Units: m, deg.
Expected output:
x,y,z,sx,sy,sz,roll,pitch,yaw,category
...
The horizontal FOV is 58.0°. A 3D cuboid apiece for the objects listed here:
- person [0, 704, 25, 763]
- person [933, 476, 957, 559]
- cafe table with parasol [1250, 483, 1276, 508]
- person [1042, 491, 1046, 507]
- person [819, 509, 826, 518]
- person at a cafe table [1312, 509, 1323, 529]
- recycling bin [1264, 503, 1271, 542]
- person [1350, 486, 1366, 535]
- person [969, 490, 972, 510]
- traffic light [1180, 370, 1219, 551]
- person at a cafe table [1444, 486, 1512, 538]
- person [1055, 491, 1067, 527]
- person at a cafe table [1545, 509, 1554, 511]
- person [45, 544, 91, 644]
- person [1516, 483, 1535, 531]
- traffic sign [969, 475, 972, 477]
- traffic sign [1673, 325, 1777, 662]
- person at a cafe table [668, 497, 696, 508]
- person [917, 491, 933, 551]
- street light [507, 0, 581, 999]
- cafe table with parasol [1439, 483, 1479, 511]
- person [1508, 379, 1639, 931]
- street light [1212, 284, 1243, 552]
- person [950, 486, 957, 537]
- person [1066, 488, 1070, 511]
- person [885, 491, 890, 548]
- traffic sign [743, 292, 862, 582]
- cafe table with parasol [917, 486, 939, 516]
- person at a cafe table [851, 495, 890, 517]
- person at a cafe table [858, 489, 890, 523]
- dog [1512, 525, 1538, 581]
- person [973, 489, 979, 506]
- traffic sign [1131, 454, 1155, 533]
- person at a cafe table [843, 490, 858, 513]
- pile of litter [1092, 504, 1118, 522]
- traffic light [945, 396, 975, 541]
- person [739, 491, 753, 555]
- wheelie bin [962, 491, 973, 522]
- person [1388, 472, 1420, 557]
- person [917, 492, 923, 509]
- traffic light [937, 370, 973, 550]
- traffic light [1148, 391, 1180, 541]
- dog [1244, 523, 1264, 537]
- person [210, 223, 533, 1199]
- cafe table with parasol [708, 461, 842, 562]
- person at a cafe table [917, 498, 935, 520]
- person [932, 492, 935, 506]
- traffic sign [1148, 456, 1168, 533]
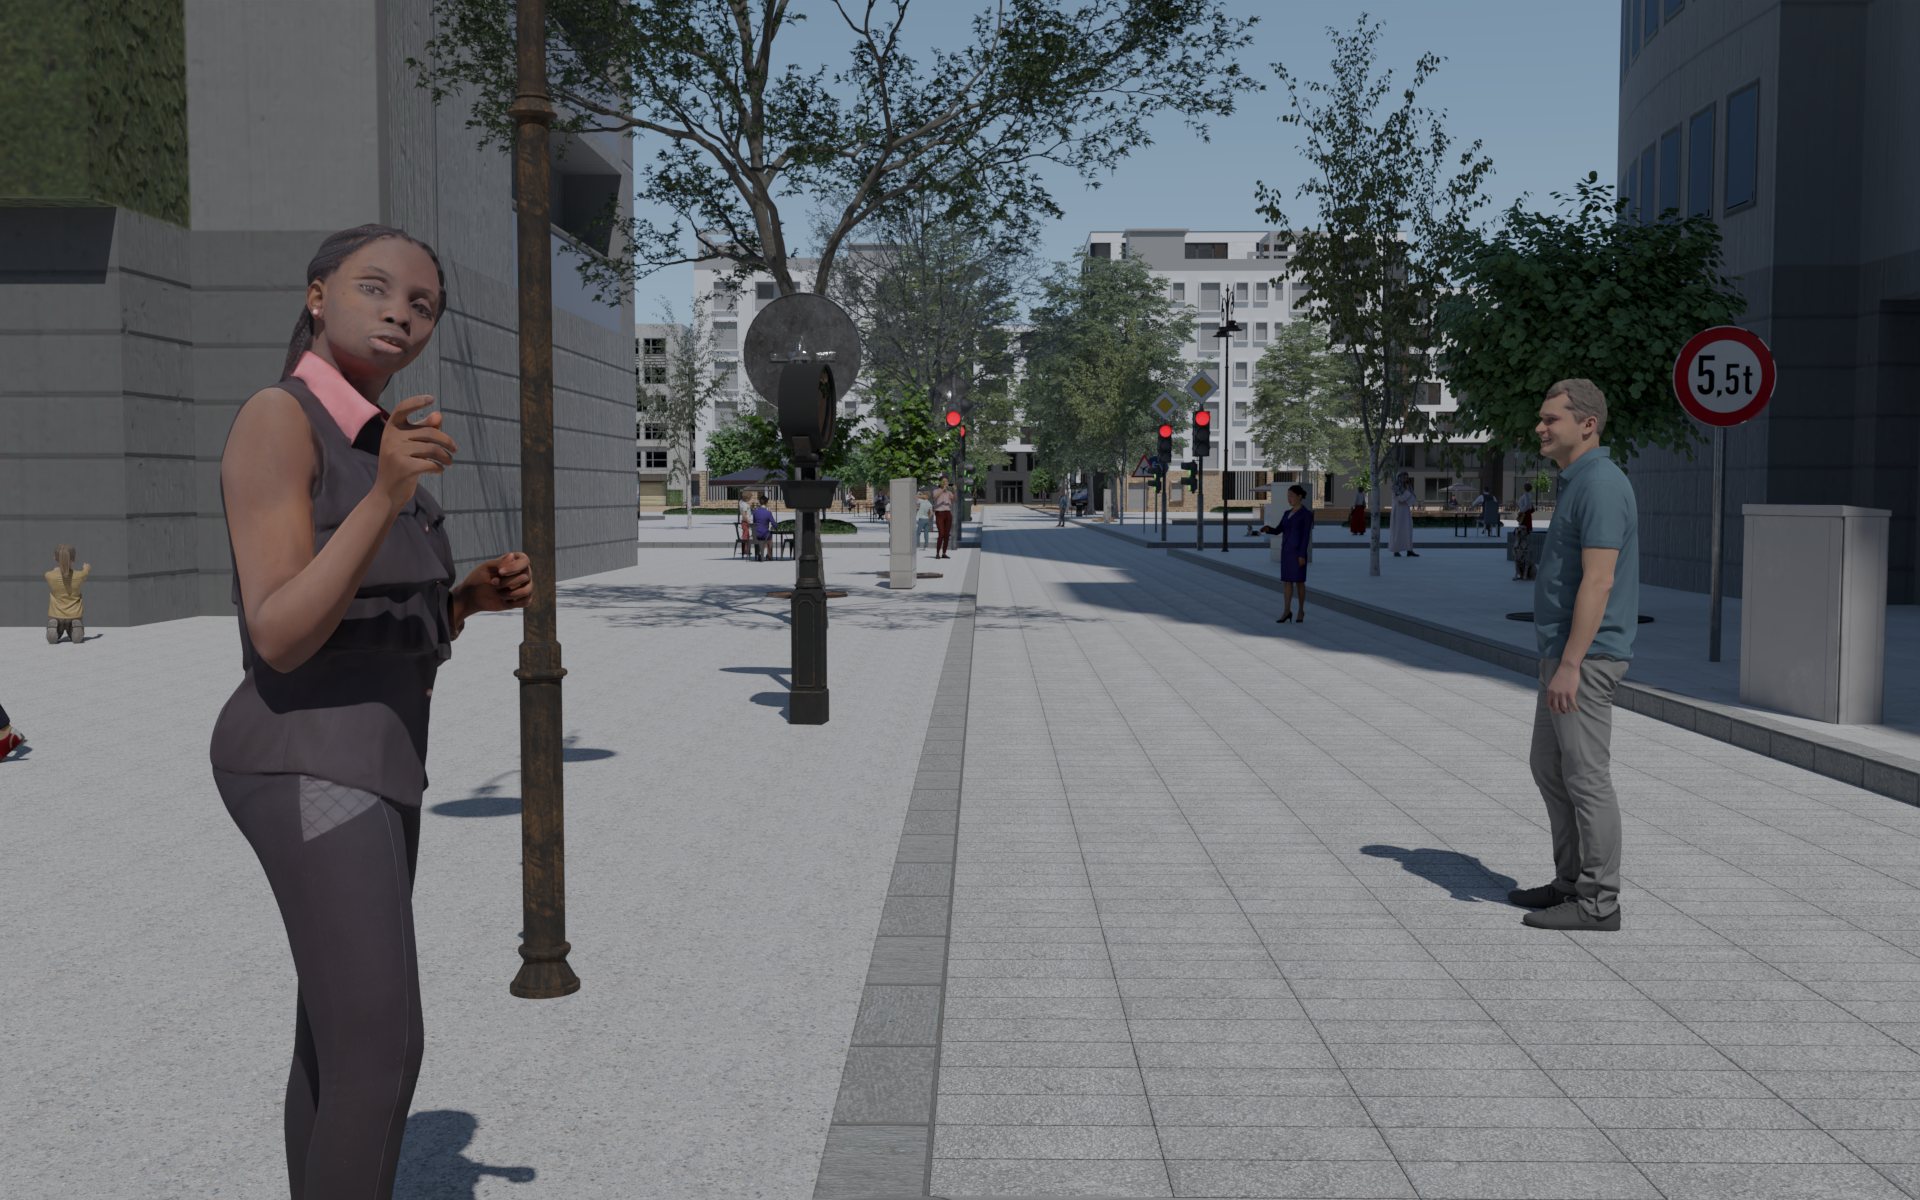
x,y,z,sx,sy,sz,roll,pitch,yaw,category
-4.671,0.036,7.998,0.480,1.512,0.613,1,4,9,person
-0.288,-1.637,34.263,0.517,1.644,0.566,1,4,13,person
18.094,-5.830,100.192,2.610,1.966,2.610,1,4,13,cafe table with parasol
8.634,-10.442,177.689,0.541,1.710,0.530,-2,4,-26,person
-5.076,-3.550,63.951,0.709,1.838,0.599,-2,4,-31,person
12.284,-3.249,63.978,1.698,1.238,1.726,-1,4,-11,person at a cafe table
8.653,-2.084,46.630,0.722,1.027,0.722,-1,4,-12,recycling bin
12.410,-2.777,53.909,0.523,1.526,0.387,-1,4,-23,person
0.583,-7.221,124.779,0.621,1.740,0.551,0,4,1,person
5.440,-3.080,39.271,0.839,4.253,0.868,0,4,1,traffic light
15.546,-2.634,51.582,1.698,1.524,1.622,0,4,-6,person at a cafe table
4.402,-3.919,74.793,0.429,1.552,0.499,2,4,28,person
22.451,-3.329,62.940,1.698,1.524,1.622,-1,4,-10,person at a cafe table
-7.761,-0.066,15.053,0.347,0.859,0.695,-1,4,-22,person
12.497,-1.819,38.257,0.387,1.526,0.523,2,4,25,person
0.298,-5.924,96.964,0.768,2.556,0.104,1,4,10,traffic sign
5.781,-0.800,13.186,0.768,2.556,0.104,0,4,3,traffic sign
-18.820,-6.528,117.588,1.726,1.238,1.698,-1,4,-18,person at a cafe table
-0.867,-1.787,39.174,0.435,1.345,0.340,-3,5,-44,person
-1.074,-1.928,4.306,0.468,5.910,1.993,0,4,1,street light
30.501,-6.187,106.016,2.610,1.966,2.610,-2,4,-35,cafe table with parasol
2.028,0.175,5.768,0.434,1.807,0.598,2,4,28,person
5.882,-4.003,38.240,0.468,5.910,1.993,0,4,1,street light
-0.163,-2.675,51.842,0.319,1.574,0.516,-3,5,-42,person
8.187,-7.749,133.256,0.721,1.766,1.217,1,4,18,person
-1.298,-1.569,35.614,0.340,1.345,0.435,3,4,36,person
-1.004,-0.664,10.960,0.768,2.556,0.104,1,4,9,traffic sign
-1.693,-5.979,102.624,2.610,1.966,2.610,-3,5,-42,cafe table with parasol
-5.061,-5.248,96.674,1.726,1.238,1.698,1,4,10,person at a cafe table
-3.480,-4.218,77.482,1.698,1.524,1.622,-1,4,-13,person at a cafe table
8.519,-0.697,25.774,0.800,0.831,0.513,-1,4,-14,dog
1.695,-11.146,188.421,0.705,1.807,1.348,2,4,29,person
6.005,-3.452,56.436,0.884,2.594,0.081,0,4,5,traffic sign
-7.120,-6.605,116.505,1.622,1.524,1.698,2,4,29,person at a cafe table
6.671,-4.037,79.968,1.176,0.858,1.719,0,4,-3,pile of litter
-0.004,-3.572,47.320,0.839,4.253,0.868,0,4,1,traffic light
-4.503,-1.633,36.645,0.340,1.345,0.435,-2,4,-26,person
0.132,-4.466,80.931,0.693,1.594,0.980,3,5,43,wheelie bin
9.066,-1.758,35.461,0.621,1.740,0.551,3,5,42,person
-3.008,-7.081,122.545,0.376,1.734,0.841,-3,5,-42,person
-0.121,-3.083,39.336,0.839,4.253,0.868,0,4,1,traffic light
5.557,-3.568,47.255,0.839,4.253,0.868,0,4,1,traffic light
8.933,-2.120,52.396,0.748,0.427,0.550,1,4,10,dog
-0.751,0.319,2.296,0.593,1.643,0.415,3,5,44,person
-3.530,-1.739,33.292,2.610,1.966,2.610,-1,4,-11,cafe table with parasol
-1.819,-4.501,84.458,1.698,1.238,1.726,0,4,8,person at a cafe table
-1.868,-7.430,127.600,0.705,1.814,1.350,-1,4,-23,person
6.526,-3.515,57.580,0.768,2.556,0.104,0,4,2,traffic sign
